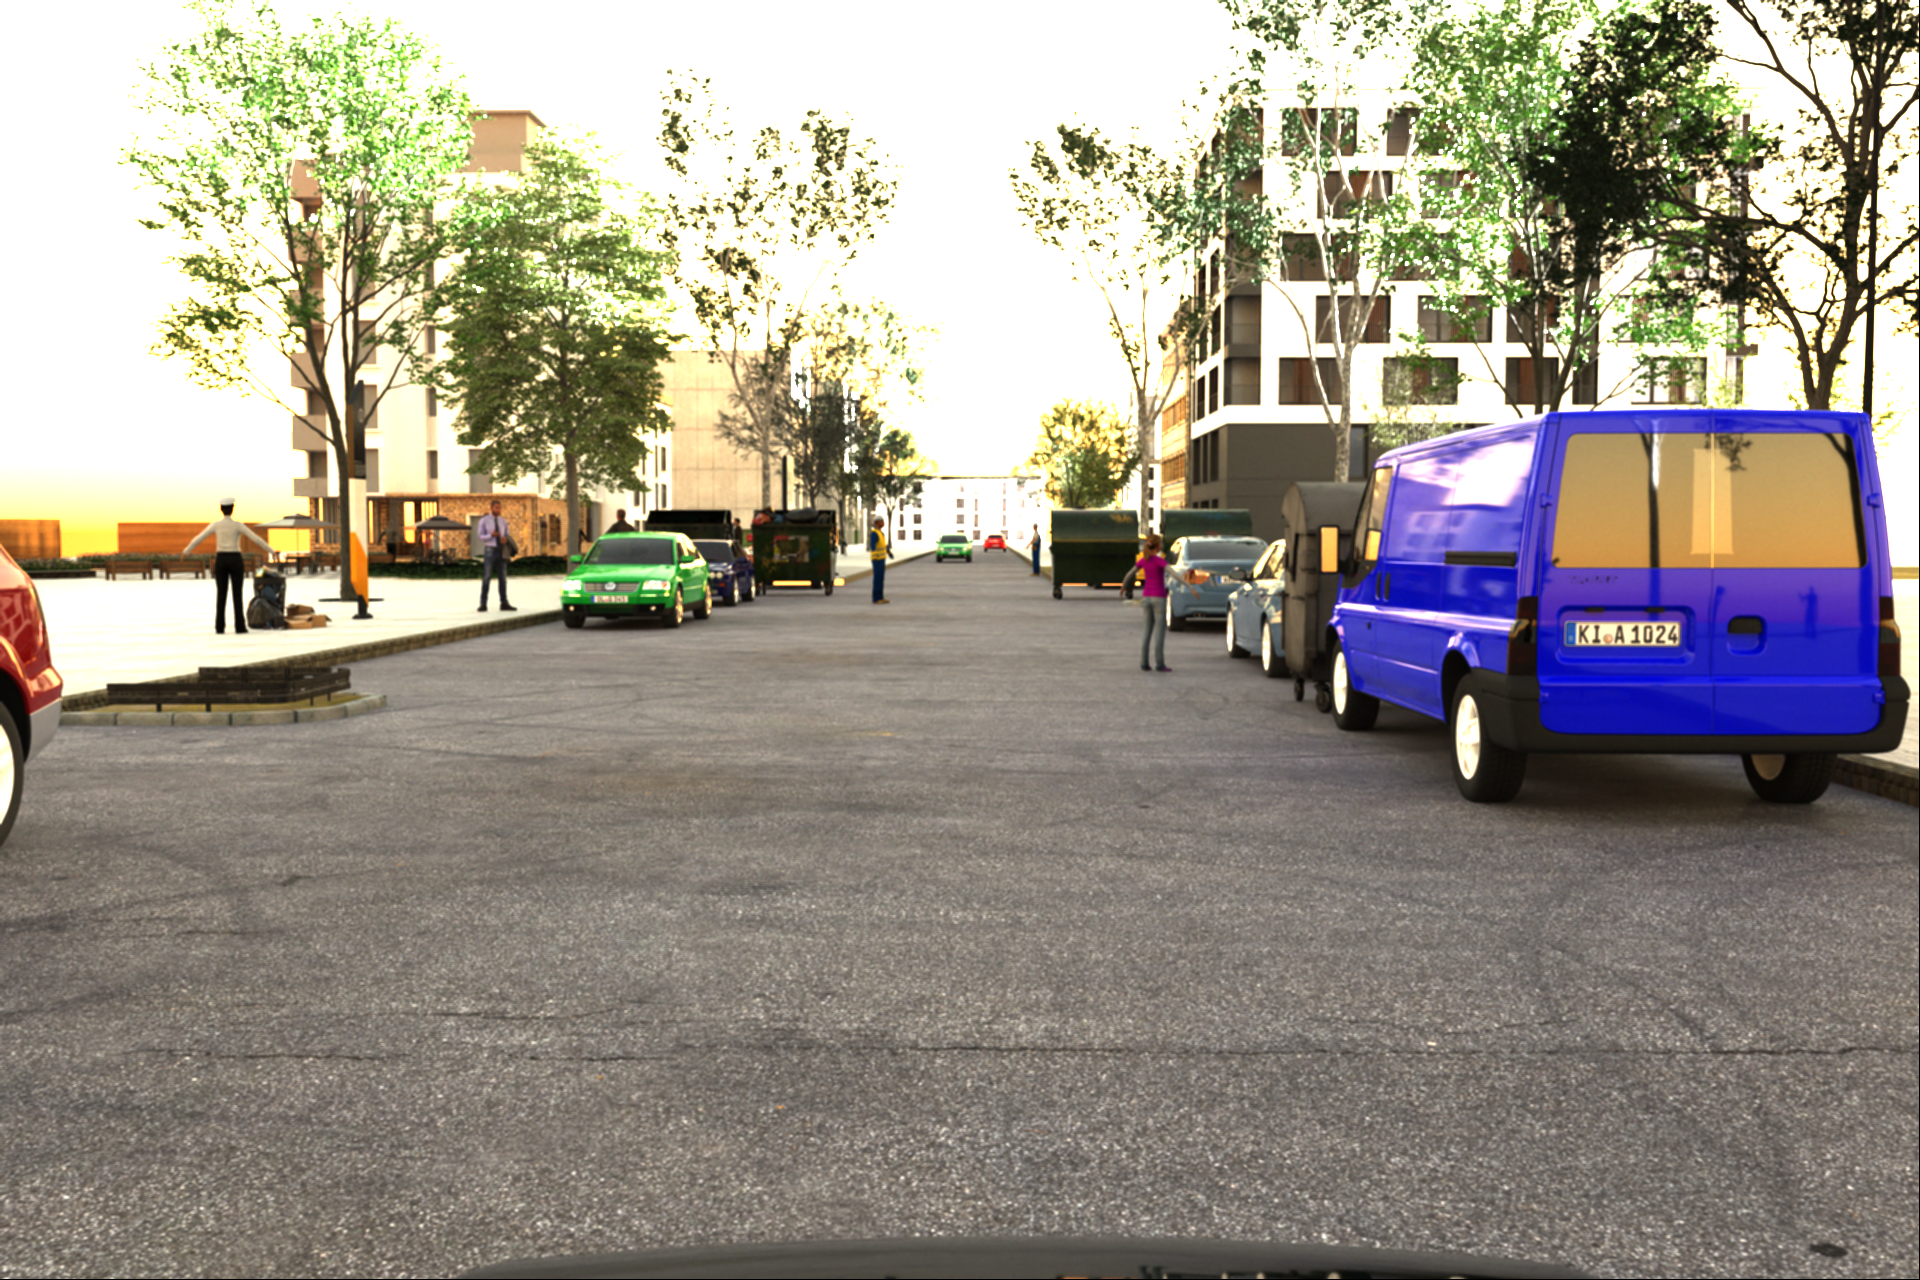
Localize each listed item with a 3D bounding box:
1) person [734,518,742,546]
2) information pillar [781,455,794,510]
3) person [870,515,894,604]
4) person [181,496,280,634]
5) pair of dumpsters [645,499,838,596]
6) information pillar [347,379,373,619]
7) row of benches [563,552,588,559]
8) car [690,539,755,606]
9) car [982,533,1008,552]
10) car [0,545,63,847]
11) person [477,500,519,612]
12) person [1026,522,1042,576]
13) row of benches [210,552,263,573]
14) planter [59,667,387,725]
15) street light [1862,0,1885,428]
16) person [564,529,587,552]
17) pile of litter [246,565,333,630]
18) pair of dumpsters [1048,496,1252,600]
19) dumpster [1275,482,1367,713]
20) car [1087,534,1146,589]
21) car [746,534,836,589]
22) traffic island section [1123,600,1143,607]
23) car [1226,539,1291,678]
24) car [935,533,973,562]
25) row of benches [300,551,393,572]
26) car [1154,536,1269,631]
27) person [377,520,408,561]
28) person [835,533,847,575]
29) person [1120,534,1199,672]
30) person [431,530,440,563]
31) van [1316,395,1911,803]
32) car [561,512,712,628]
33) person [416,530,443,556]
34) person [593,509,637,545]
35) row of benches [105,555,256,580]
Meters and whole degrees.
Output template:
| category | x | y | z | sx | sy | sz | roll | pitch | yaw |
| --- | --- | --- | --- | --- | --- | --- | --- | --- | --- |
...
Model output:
| category | x | y | z | sx | sy | sz | roll | pitch | yaw |
| --- | --- | --- | --- | --- | --- | --- | --- | --- | --- |
| person | -7.500 | -3.177 | 58.085 | 0.704 | 1.812 | 1.346 | -1 | 4 | -17 |
| information pillar | -5.177 | -3.721 | 52.152 | 0.184 | 3.620 | 1.656 | 0 | 4 | 1 |
| person | -1.646 | -1.673 | 35.773 | 0.705 | 1.833 | 1.349 | 1 | 4 | 13 |
| person | -9.464 | -0.979 | 22.461 | 1.216 | 1.778 | 0.721 | -1 | 4 | -11 |
| pair of dumpsters | -5.086 | -2.171 | 40.445 | 4.436 | 2.255 | 1.574 | 0 | 4 | 1 |
| information pillar | -9.069 | -2.125 | 26.102 | 0.183 | 3.616 | 0.504 | 0 | 4 | 2 |
| row of benches | -13.080 | -2.832 | 61.761 | 1.422 | 0.672 | 4.104 | 1 | 4 | 12 |
| car | -5.261 | -1.404 | 35.542 | 1.945 | 1.354 | 3.894 | 0 | 4 | 1 |
| car | 2.862 | -8.056 | 140.760 | 2.155 | 1.783 | 4.494 | 0 | 4 | 1 |
| car | -5.259 | 0.167 | 5.949 | 2.281 | 1.827 | 5.304 | 0 | 4 | 1 |
| person | -7.644 | -1.393 | 28.684 | 0.709 | 1.838 | 0.599 | -3 | 5 | -43 |
| person | 2.572 | -3.115 | 59.239 | 0.705 | 1.847 | 1.347 | 1 | 4 | 21 |
| row of benches | -24.381 | -2.632 | 58.492 | 1.422 | 0.672 | 4.104 | 0 | 4 | -7 |
| planter | -5.778 | 0.440 | 13.953 | 1.991 | 0.319 | 1.994 | 0 | 4 | 1 |
| street light | 7.803 | -2.524 | 13.805 | 1.470 | 5.913 | 1.316 | 0 | 4 | 0 |
| person | -17.841 | -4.552 | 80.652 | 0.704 | 1.802 | 1.346 | 3 | 4 | 36 |
| pile of litter | -9.286 | -0.612 | 23.978 | 1.176 | 0.858 | 1.719 | 0 | 4 | 1 |
| pair of dumpsters | 4.177 | -2.042 | 38.335 | 4.436 | 2.255 | 1.574 | 0 | 4 | 1 |
| dumpster | 3.619 | -0.374 | 14.330 | 1.865 | 1.857 | 1.264 | 0 | 4 | 0 |
| car | 4.332 | -2.218 | 46.489 | 2.015 | 1.641 | 3.980 | 0 | 4 | 0 |
| car | -4.550 | -2.336 | 46.868 | 2.281 | 1.827 | 5.304 | 0 | 4 | 1 |
| traffic island section | 4.292 | -0.726 | 34.730 | 1.991 | 0.108 | 1.994 | 0 | 4 | 1 |
| car | 3.950 | -0.401 | 18.551 | 2.014 | 1.417 | 4.499 | 0 | 4 | 1 |
| car | -0.299 | -4.898 | 88.882 | 1.959 | 1.807 | 4.718 | 0 | 4 | 1 |
| row of benches | -21.422 | -2.773 | 60.809 | 1.422 | 0.672 | 4.104 | 1 | 4 | 23 |
| car | 3.944 | -0.903 | 26.767 | 2.014 | 1.417 | 4.499 | 0 | 4 | 1 |
| person | -21.638 | -3.658 | 65.936 | 1.348 | 1.813 | 0.705 | 1 | 4 | 17 |
| person | -3.976 | -2.933 | 53.739 | 0.705 | 1.856 | 1.354 | -3 | 5 | -40 |
| person | 2.064 | -0.390 | 18.103 | 0.991 | 1.433 | 0.599 | 3 | 5 | 41 |
| person | -22.357 | -4.130 | 73.709 | 0.705 | 1.806 | 1.347 | -2 | 4 | -24 |
| van | 3.666 | -0.398 | 10.886 | 2.240 | 2.365 | 5.245 | 0 | 4 | 0 |
| car | -5.134 | -1.164 | 27.824 | 1.959 | 1.807 | 4.718 | 0 | 4 | 1 |
| person | -21.991 | -3.971 | 71.732 | 1.217 | 1.733 | 0.721 | 1 | 4 | 16 |
| person | -7.153 | -1.856 | 36.523 | 1.348 | 1.807 | 0.705 | -3 | 5 | -41 |
| row of benches | -22.204 | -2.091 | 49.645 | 4.104 | 0.672 | 1.422 | -3 | 5 | -42 |
